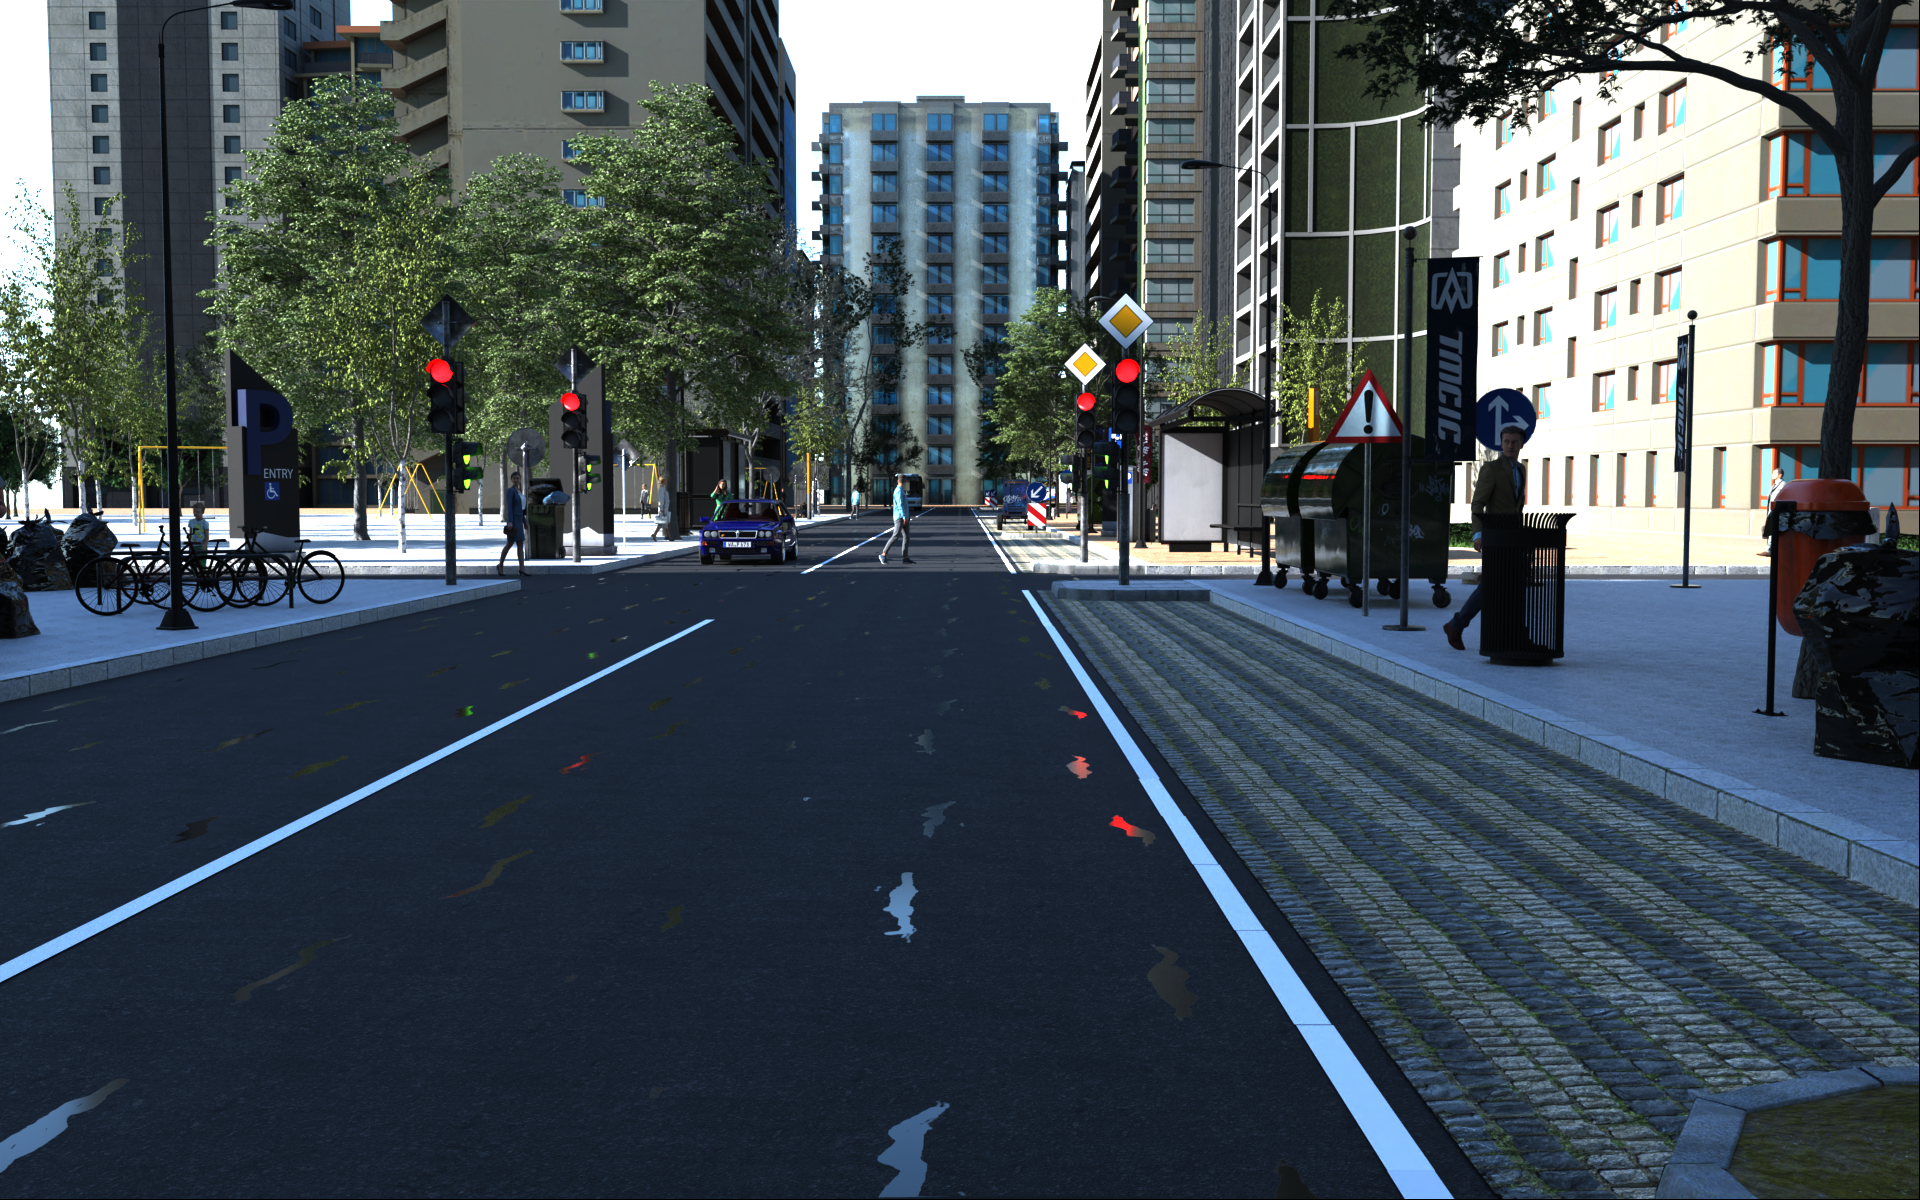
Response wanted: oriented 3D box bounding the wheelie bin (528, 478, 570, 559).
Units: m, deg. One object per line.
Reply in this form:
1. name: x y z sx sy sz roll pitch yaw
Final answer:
1. wheelie bin: -8.194 -1.615 34.316 0.980 1.594 0.693 0 4 6

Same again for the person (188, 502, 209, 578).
1. person: -11.616 -0.837 26.436 0.306 1.304 0.590 -1 4 -22

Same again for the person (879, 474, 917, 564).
1. person: -1.268 -1.660 35.502 0.748 1.841 0.638 1 4 12

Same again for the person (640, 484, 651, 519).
1. person: -15.830 -4.967 87.431 0.709 1.800 0.728 3 4 36

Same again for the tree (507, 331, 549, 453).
1. tree: -19.282 -7.262 69.099 4.737 8.622 4.395 0 3 0

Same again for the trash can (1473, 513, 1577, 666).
1. trash can: 4.253 -0.088 13.090 0.748 1.137 0.748 0 3 0

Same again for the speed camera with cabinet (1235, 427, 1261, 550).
1. speed camera with cabinet: 6.733 -2.822 40.474 0.660 3.252 2.038 0 4 6

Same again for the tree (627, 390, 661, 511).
1. tree: -16.654 -8.986 97.286 4.360 8.622 3.978 0 3 0

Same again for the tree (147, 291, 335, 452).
1. tree: -32.227 -8.855 79.195 7.601 10.594 8.767 1 4 16

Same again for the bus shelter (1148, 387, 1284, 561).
1. bus shelter: 5.148 -2.553 35.661 2.014 3.302 5.546 0 4 0

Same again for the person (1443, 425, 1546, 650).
1. person: 4.399 -0.504 14.187 0.836 1.842 0.656 1 4 19

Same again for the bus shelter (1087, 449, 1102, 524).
1. bus shelter: 6.001 -4.757 71.707 2.014 3.302 5.546 0 3 0

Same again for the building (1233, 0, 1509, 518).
1. building: 24.374 -39.976 91.858 20.563 71.187 20.611 0 3 0

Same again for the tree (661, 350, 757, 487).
1. tree: -11.750 -8.146 83.557 4.360 8.622 3.978 0 3 0

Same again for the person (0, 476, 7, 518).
1. person: -7.445 -0.394 12.840 0.716 1.782 0.532 -3 4 -37

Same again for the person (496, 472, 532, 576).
1. person: -7.799 -1.331 30.282 0.654 1.822 0.581 2 4 29

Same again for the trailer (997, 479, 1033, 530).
1. trailer: 2.201 -3.795 69.091 1.471 1.999 3.904 0 4 2

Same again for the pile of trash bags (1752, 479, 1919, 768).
1. pile of trash bags: 5.086 0.066 8.677 1.912 1.369 3.447 0 4 -5

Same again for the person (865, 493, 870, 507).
1. person: -8.922 -9.809 167.131 0.721 1.735 1.217 1 4 18

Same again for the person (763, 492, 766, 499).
1. person: -13.951 -7.012 123.943 0.557 1.426 1.065 -1 4 -11

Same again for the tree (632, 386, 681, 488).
1. tree: -17.827 -9.333 102.962 4.737 8.622 4.395 0 3 0

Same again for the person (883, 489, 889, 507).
1. person: -7.302 -10.050 170.438 0.705 1.814 1.350 1 4 20

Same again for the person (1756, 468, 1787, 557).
1. person: 16.639 -1.786 35.354 0.767 1.812 0.694 0 4 8

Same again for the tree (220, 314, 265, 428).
1. tree: -27.106 -7.187 67.863 4.737 8.622 4.395 0 3 0

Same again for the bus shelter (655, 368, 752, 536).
1. bus shelter: -8.488 -4.863 57.138 2.179 5.291 8.768 0 4 0

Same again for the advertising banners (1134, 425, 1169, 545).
1. advertising banners: 5.371 -2.920 43.922 2.074 3.025 0.090 0 4 -6

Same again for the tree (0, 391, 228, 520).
1. tree: -51.423 -8.414 100.474 20.602 7.101 11.467 0 4 0

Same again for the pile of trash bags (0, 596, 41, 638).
1. pile of trash bags: -9.073 -0.269 14.151 1.912 1.369 3.447 0 4 -7

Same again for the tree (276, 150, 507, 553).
1. tree: -12.176 -5.329 37.485 4.737 8.622 4.395 0 3 0

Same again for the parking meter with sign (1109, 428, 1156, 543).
1. parking meter with sign: 4.624 -3.044 46.027 0.543 3.016 1.738 2 4 35

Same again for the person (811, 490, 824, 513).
1. person: -9.800 -6.784 117.649 1.217 1.739 0.721 0 4 -1

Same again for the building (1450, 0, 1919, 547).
1. building: 34.034 -12.849 55.124 28.899 21.520 27.650 0 3 0

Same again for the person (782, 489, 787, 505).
1. person: -15.840 -9.110 155.545 0.434 1.755 0.990 2 4 35

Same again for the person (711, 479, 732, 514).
1. person: -5.826 -2.073 42.634 0.600 1.795 0.529 0 4 -8

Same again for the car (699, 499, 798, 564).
1. car: -4.420 -1.462 36.481 1.945 1.354 3.894 0 4 1

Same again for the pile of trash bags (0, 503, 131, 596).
1. pile of trash bags: -13.242 -0.880 24.144 3.447 1.369 1.912 2 4 33

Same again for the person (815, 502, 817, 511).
1. person: -10.905 -7.667 131.358 0.705 1.831 1.348 0 4 -2

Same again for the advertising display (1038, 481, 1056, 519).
1. advertising display: 4.391 -5.043 87.663 0.974 1.923 0.123 1 4 18

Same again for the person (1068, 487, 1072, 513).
1. person: 7.212 -6.588 114.430 0.621 1.740 0.551 -3 5 -41

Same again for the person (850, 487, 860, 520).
1. person: -5.749 -5.286 94.951 0.660 1.820 0.620 3 5 40

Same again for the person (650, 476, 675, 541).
1. person: -8.076 -2.480 46.941 0.624 1.780 0.694 0 4 -3

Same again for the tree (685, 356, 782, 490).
1. tree: -11.972 -8.636 91.564 4.737 8.622 4.395 0 3 0
